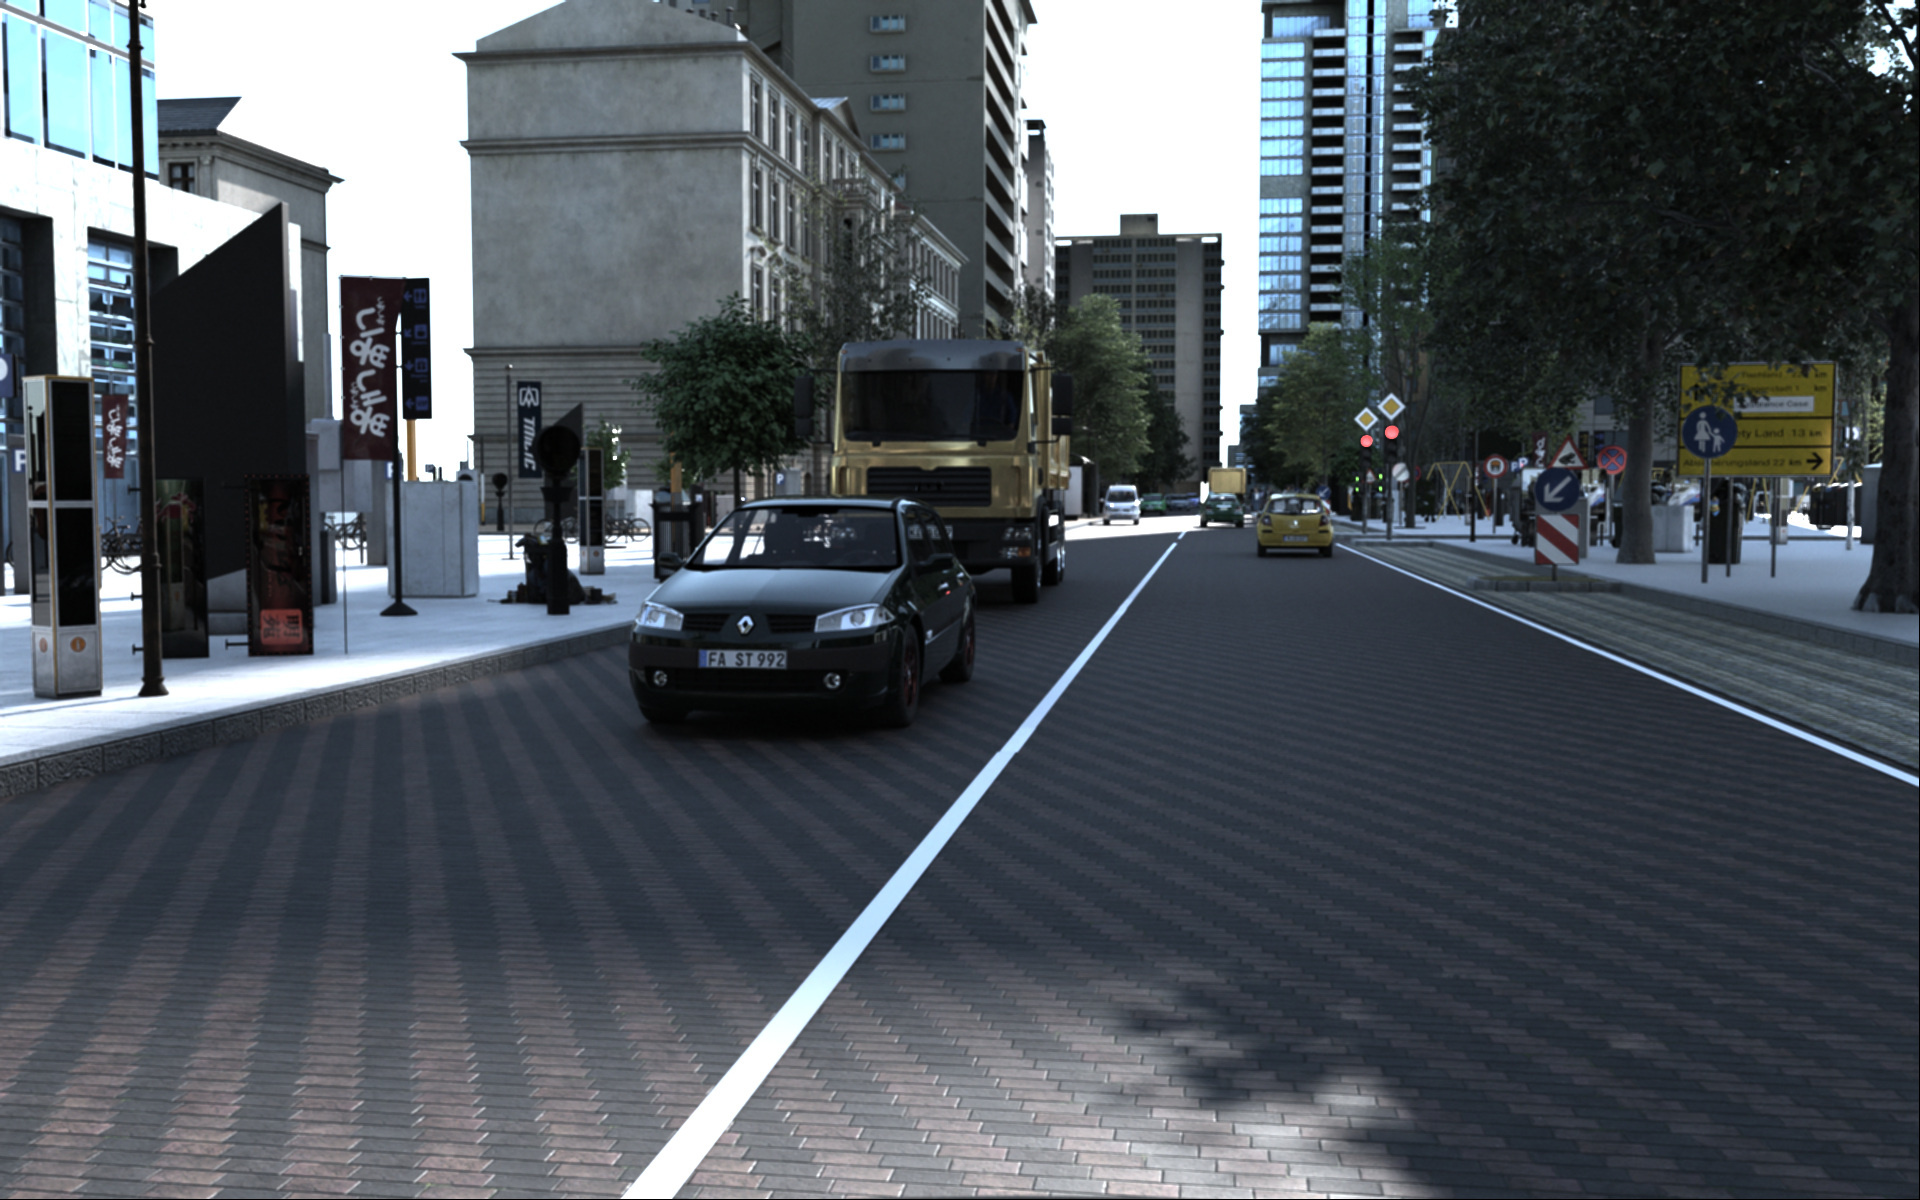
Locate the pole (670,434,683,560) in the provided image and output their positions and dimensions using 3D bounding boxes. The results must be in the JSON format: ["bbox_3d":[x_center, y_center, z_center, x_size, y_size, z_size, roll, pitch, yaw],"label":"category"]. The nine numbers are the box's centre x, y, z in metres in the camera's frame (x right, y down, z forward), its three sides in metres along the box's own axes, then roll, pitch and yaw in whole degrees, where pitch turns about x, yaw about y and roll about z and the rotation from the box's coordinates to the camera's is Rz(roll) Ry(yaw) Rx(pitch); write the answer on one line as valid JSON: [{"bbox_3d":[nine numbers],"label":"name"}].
[{"bbox_3d":[-5.292,-2.351,32.282,0.158,3.312,0.155,0,3,0],"label":"pole"}]

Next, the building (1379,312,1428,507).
[{"bbox_3d":[58.106,-20.236,175.900,27.650,21.520,28.899,1,4,8],"label":"building"}]

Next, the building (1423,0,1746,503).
[{"bbox_3d":[48.741,-42.705,136.476,20.563,71.187,20.611,1,4,8],"label":"building"}]

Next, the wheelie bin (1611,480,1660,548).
[{"bbox_3d":[15.909,-2.030,41.102,0.693,1.594,0.980,-1,4,-19],"label":"wheelie bin"}]

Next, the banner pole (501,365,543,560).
[{"bbox_3d":[-8.532,-2.674,33.733,0.863,3.779,0.401,-2,4,-24],"label":"banner pole"}]

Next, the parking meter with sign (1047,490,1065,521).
[{"bbox_3d":[4.411,-5.275,82.512,0.543,3.016,1.738,3,5,45],"label":"parking meter with sign"}]

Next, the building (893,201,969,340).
[{"bbox_3d":[-6.598,-17.103,115.792,11.583,22.565,21.152,1,4,8],"label":"building"}]

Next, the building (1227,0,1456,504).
[{"bbox_3d":[51.619,-56.159,230.874,31.000,86.520,22.319,1,4,8],"label":"building"}]

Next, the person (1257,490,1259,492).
[{"bbox_3d":[26.168,-8.794,152.288,0.705,1.822,1.348,1,4,19],"label":"person"}]

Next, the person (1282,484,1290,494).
[{"bbox_3d":[13.588,-3.940,72.768,0.795,1.843,0.661,1,4,21],"label":"person"}]

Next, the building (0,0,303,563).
[{"bbox_3d":[-32.787,-43.910,30.595,31.000,86.520,22.319,1,4,8],"label":"building"}]

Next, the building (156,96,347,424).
[{"bbox_3d":[-39.590,-13.129,79.281,19.286,19.102,10.561,1,4,8],"label":"building"}]

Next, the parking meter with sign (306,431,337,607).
[{"bbox_3d":[-7.493,-1.421,19.492,0.543,3.016,1.738,0,4,-4],"label":"parking meter with sign"}]

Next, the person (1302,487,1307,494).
[{"bbox_3d":[19.731,-5.557,99.129,0.755,1.850,0.659,1,4,19],"label":"person"}]

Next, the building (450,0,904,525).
[{"bbox_3d":[-11.443,-16.463,88.255,14.460,24.649,34.723,1,4,8],"label":"building"}]

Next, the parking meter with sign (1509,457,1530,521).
[{"bbox_3d":[26.374,-5.229,81.761,0.543,3.016,1.738,2,4,31],"label":"parking meter with sign"}]

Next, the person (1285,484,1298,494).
[{"bbox_3d":[12.711,-3.520,66.149,0.694,1.812,0.767,1,4,16],"label":"person"}]

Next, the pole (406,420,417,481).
[{"bbox_3d":[-11.353,-2.571,35.886,0.158,3.312,0.155,0,3,0],"label":"pole"}]

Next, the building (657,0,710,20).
[{"bbox_3d":[-18.242,-39.675,190.693,28.212,58.520,21.231,1,4,8],"label":"building"}]

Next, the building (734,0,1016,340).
[{"bbox_3d":[-7.140,-31.903,145.317,21.300,48.544,21.600,1,4,8],"label":"building"}]

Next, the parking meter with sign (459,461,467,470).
[{"bbox_3d":[-25.098,-5.726,89.887,1.738,3.016,0.543,2,4,23],"label":"parking meter with sign"}]

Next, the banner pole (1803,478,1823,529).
[{"bbox_3d":[31.769,-4.545,64.334,0.863,3.779,0.401,1,4,14],"label":"banner pole"}]

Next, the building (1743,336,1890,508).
[{"bbox_3d":[91.635,-20.042,172.726,28.899,21.520,27.650,1,4,8],"label":"building"}]

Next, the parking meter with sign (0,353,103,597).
[{"bbox_3d":[-11.863,-1.599,22.413,0.543,3.016,1.738,1,4,9],"label":"parking meter with sign"}]

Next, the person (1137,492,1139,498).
[{"bbox_3d":[21.934,-12.462,212.966,1.217,1.736,0.721,-1,4,-18],"label":"person"}]

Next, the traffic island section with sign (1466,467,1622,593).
[{"bbox_3d":[8.712,-1.065,26.040,1.989,1.847,2.006,1,4,8],"label":"traffic island section with sign"}]

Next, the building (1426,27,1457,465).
[{"bbox_3d":[48.945,-28.830,154.959,14.154,41.232,14.086,1,4,8],"label":"building"}]

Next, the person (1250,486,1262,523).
[{"bbox_3d":[14.895,-4.811,87.191,0.581,1.822,0.654,1,4,11],"label":"person"}]

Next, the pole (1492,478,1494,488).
[{"bbox_3d":[35.616,-7.446,115.586,0.158,3.312,0.155,0,3,0],"label":"pole"}]

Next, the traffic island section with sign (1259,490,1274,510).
[{"bbox_3d":[28.019,-9.093,157.297,1.989,1.847,2.006,1,4,8],"label":"traffic island section with sign"}]

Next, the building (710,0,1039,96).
[{"bbox_3d":[-7.783,-35.565,170.732,28.713,52.752,27.495,1,4,8],"label":"building"}]

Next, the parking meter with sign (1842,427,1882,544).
[{"bbox_3d":[23.378,-2.925,44.091,0.543,3.016,1.738,-2,4,-25],"label":"parking meter with sign"}]

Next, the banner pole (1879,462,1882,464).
[{"bbox_3d":[62.936,-7.842,118.235,0.863,3.779,0.401,-2,4,-33],"label":"banner pole"}]

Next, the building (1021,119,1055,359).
[{"bbox_3d":[3.211,-31.080,191.747,14.086,41.232,14.154,1,4,8],"label":"building"}]

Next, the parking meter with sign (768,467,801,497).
[{"bbox_3d":[-4.846,-3.234,49.142,0.543,3.016,1.738,3,4,37],"label":"parking meter with sign"}]

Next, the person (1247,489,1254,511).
[{"bbox_3d":[25.007,-8.582,148.439,0.705,1.869,1.348,3,4,38],"label":"person"}]

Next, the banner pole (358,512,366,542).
[{"bbox_3d":[-16.046,-3.462,46.622,0.401,3.779,0.863,-2,4,-24],"label":"banner pole"}]

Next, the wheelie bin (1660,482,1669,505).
[{"bbox_3d":[18.505,-2.308,45.642,0.693,1.594,0.980,0,4,1],"label":"wheelie bin"}]

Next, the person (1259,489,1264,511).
[{"bbox_3d":[26.040,-8.669,150.110,0.599,1.838,0.709,2,4,32],"label":"person"}]

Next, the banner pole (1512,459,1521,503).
[{"bbox_3d":[39.733,-8.185,123.839,0.863,3.779,0.401,3,4,38],"label":"banner pole"}]

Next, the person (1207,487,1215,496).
[{"bbox_3d":[14.821,-5.749,102.355,0.638,1.841,0.748,-1,4,-18],"label":"person"}]

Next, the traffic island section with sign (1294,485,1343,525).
[{"bbox_3d":[16.694,-4.385,80.319,1.989,1.847,2.006,1,4,8],"label":"traffic island section with sign"}]

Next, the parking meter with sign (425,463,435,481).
[{"bbox_3d":[-30.329,-6.302,99.303,0.543,3.016,1.738,-1,4,-13],"label":"parking meter with sign"}]

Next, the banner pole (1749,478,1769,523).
[{"bbox_3d":[35.339,-5.292,76.535,0.863,3.779,0.401,3,5,39],"label":"banner pole"}]

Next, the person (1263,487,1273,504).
[{"bbox_3d":[20.343,-6.510,114.304,0.648,1.900,0.474,-2,4,-35],"label":"person"}]

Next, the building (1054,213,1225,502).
[{"bbox_3d":[24.874,-33.671,242.396,23.993,40.220,32.217,1,4,8],"label":"building"}]

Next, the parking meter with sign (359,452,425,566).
[{"bbox_3d":[-10.392,-2.136,31.192,1.738,3.016,0.543,3,5,43],"label":"parking meter with sign"}]

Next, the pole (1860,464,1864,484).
[{"bbox_3d":[56.551,-7.023,108.674,0.158,3.312,0.155,0,3,0],"label":"pole"}]
